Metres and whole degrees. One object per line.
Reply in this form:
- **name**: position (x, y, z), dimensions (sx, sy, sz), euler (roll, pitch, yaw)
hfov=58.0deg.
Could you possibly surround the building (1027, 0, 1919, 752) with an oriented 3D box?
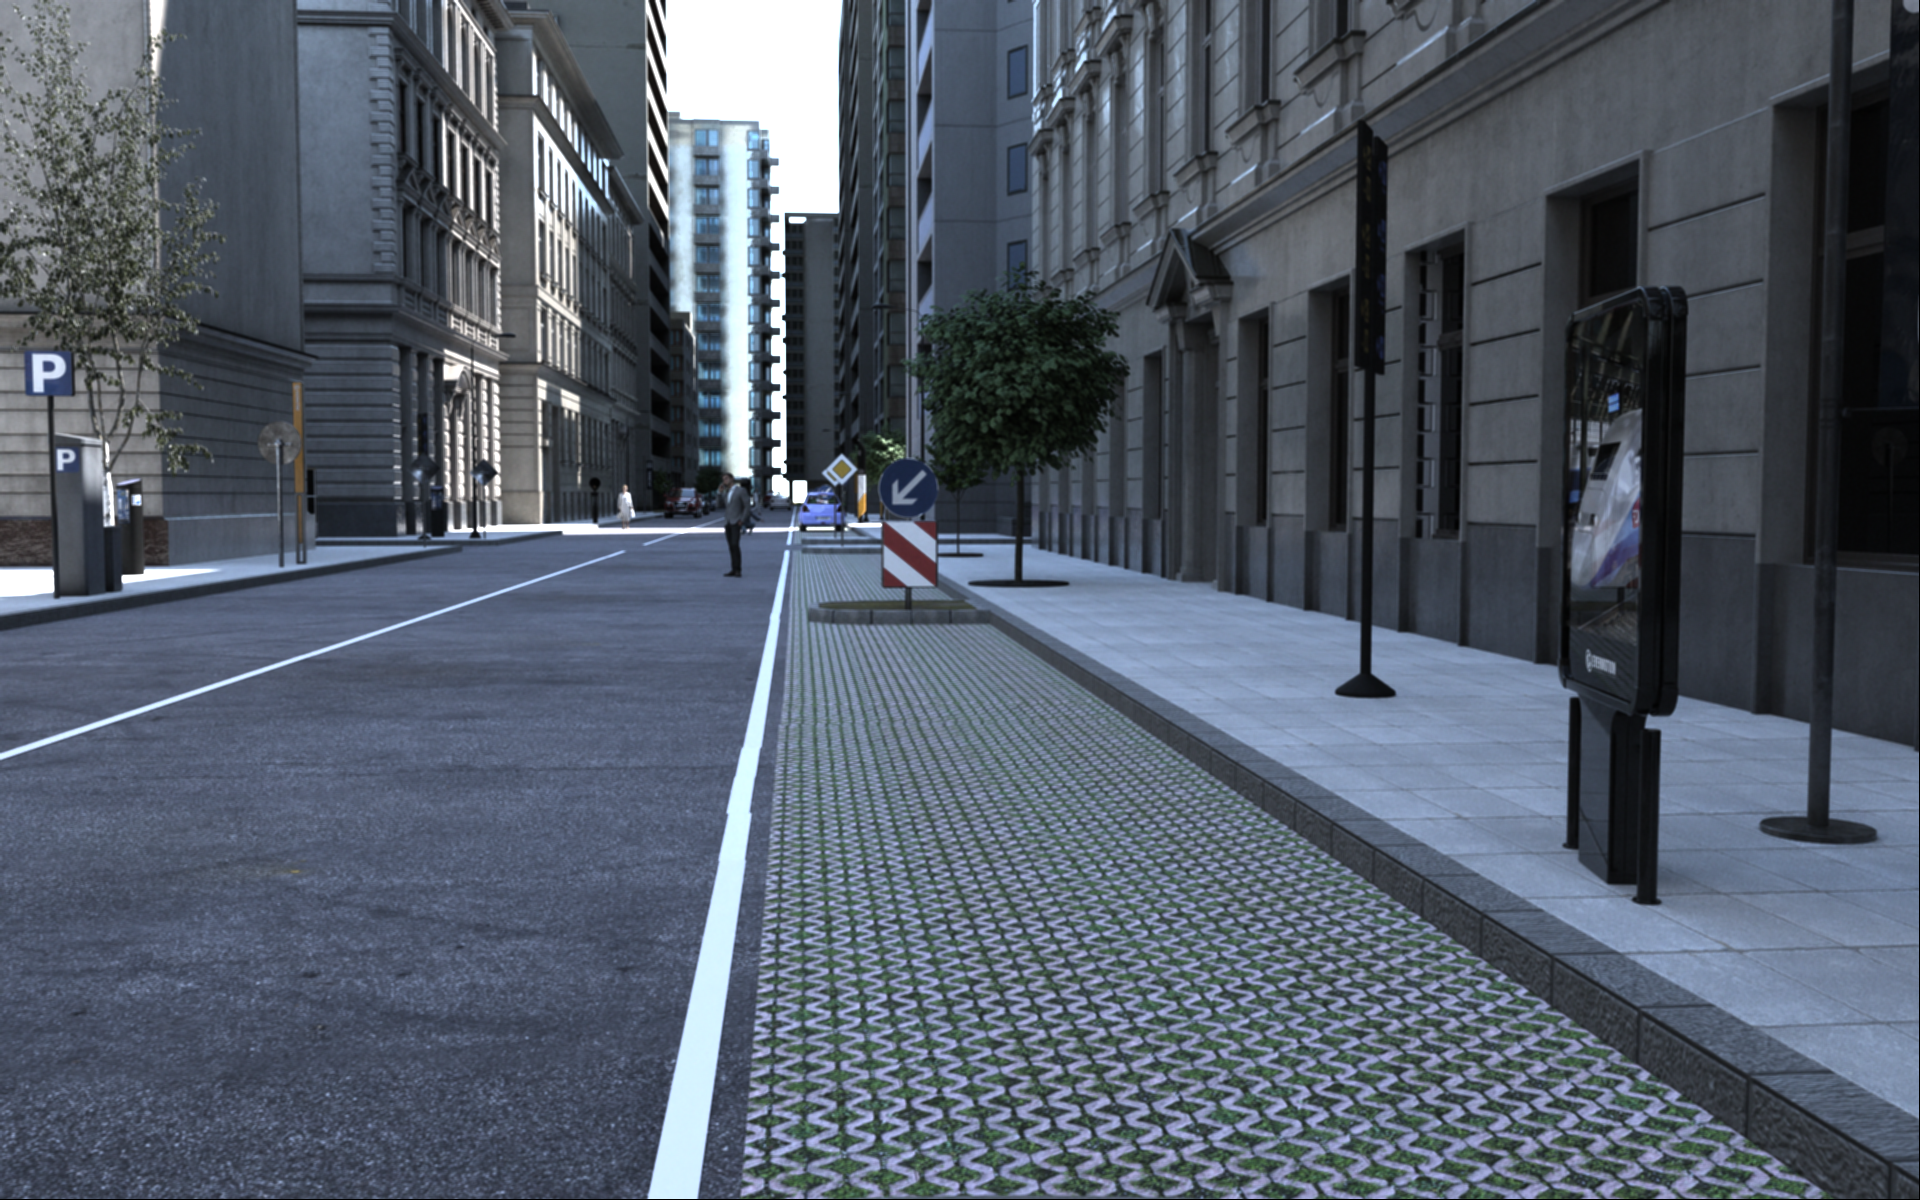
- **building**: position (11.561, -14.905, 20.108), dimensions (17.030, 29.872, 44.131), euler (0, 4, -5)

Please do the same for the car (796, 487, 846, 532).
- **car**: position (-5.356, -3.504, 66.877), dimensions (1.945, 1.707, 3.694), euler (0, 4, -7)

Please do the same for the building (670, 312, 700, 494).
- **building**: position (-43.013, -20.705, 183.566), dimensions (28.899, 21.520, 27.650), euler (0, 4, -5)

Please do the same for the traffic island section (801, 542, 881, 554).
- **traffic island section**: position (-2.866, -1.236, 42.497), dimensions (2.009, 0.180, 2.903), euler (0, 4, -5)

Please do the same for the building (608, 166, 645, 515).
- **building**: position (-26.265, -17.160, 109.441), dimensions (11.050, 23.489, 19.941), euler (0, 4, -5)

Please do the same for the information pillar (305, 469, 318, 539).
- **information pillar**: position (-18.725, -2.781, 49.969), dimensions (0.304, 2.012, 0.304), euler (-1, 4, -12)

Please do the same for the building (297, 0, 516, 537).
- **building**: position (-22.387, -14.111, 59.587), dimensions (11.050, 23.489, 19.941), euler (0, 4, -5)

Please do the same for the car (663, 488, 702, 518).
- **car**: position (-16.614, -5.830, 103.985), dimensions (2.281, 1.827, 5.304), euler (0, 4, -6)

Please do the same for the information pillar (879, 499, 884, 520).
- **information pillar**: position (-3.842, -5.755, 85.448), dimensions (0.183, 3.616, 0.504), euler (1, 4, 13)

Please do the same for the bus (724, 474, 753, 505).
- **bus**: position (-23.242, -11.439, 181.893), dimensions (2.948, 3.499, 13.247), euler (0, 4, -7)

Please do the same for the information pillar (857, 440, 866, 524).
- **information pillar**: position (-4.251, -5.108, 74.871), dimensions (0.183, 3.616, 0.504), euler (-3, 5, -40)

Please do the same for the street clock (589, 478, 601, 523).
- **street clock**: position (-16.074, -4.387, 76.291), dimensions (0.471, 2.002, 0.358), euler (-1, 4, -16)

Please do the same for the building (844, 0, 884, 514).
- **building**: position (2.669, -41.374, 114.718), dimensions (20.563, 71.187, 20.611), euler (0, 4, -5)

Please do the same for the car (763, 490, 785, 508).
- **car**: position (-19.554, -10.584, 181.723), dimensions (2.281, 1.827, 5.304), euler (0, 4, -5)

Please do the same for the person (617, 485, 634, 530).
- **person**: position (-13.291, -3.673, 68.913), dimensions (0.694, 1.780, 0.624), euler (0, 4, 1)

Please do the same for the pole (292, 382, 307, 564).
- **pole**: position (-12.086, -2.315, 31.700), dimensions (0.158, 3.312, 0.155), euler (0, 3, 0)

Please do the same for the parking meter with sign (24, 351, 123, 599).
- **parking meter with sign**: position (-11.181, -1.573, 21.979), dimensions (0.543, 3.016, 1.738), euler (0, 4, -7)

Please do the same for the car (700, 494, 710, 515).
- **car**: position (-18.174, -6.681, 119.013), dimensions (2.009, 1.686, 4.222), euler (0, 4, -5)

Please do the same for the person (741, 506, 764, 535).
- **person**: position (-7.376, -2.861, 60.783), dimensions (1.012, 1.151, 0.738), euler (-1, 4, -20)

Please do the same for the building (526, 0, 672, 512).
- **building**: position (-33.971, -31.182, 133.524), dimensions (21.300, 48.544, 21.600), euler (0, 4, -5)

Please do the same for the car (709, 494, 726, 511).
- **car**: position (-20.279, -8.264, 147.123), dimensions (2.014, 1.417, 4.499), euler (0, 4, -4)

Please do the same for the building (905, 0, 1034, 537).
- **building**: position (12.703, -31.671, 59.827), dimensions (28.212, 58.520, 21.231), euler (0, 4, -5)

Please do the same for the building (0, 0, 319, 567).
- **building**: position (-23.523, -10.361, 34.030), dimensions (19.286, 19.102, 10.561), euler (0, 4, -5)

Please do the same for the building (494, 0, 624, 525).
- **building**: position (-25.907, -15.355, 84.338), dimensions (16.112, 22.955, 30.059), euler (0, 4, -5)

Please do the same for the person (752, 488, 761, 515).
- **person**: position (-13.892, -6.703, 117.967), dimensions (0.818, 1.842, 0.514), euler (1, 4, 9)

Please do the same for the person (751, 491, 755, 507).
- **person**: position (-23.400, -11.477, 196.143), dimensions (0.705, 1.824, 1.348), euler (1, 4, 21)

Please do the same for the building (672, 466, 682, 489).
- **building**: position (-35.656, -43.768, 153.857), dimensions (20.563, 71.187, 20.611), euler (0, 4, -5)

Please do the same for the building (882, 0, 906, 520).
- **building**: position (2.889, -19.502, 90.559), dimensions (14.160, 30.474, 14.107), euler (0, 4, -5)

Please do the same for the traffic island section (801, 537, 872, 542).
- **traffic island section**: position (-3.611, -1.723, 50.447), dimensions (2.009, 0.180, 2.903), euler (0, 4, -5)

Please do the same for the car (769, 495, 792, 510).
- **car**: position (-15.984, -8.682, 154.309), dimensions (2.083, 1.381, 4.827), euler (0, 4, -5)

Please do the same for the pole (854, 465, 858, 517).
- **pole**: position (-5.835, -6.331, 97.357), dimensions (0.158, 3.312, 0.155), euler (0, 3, 0)

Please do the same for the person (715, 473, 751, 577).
- **person**: position (-3.953, -1.313, 30.142), dimensions (0.473, 1.802, 0.592), euler (-3, 4, -39)
